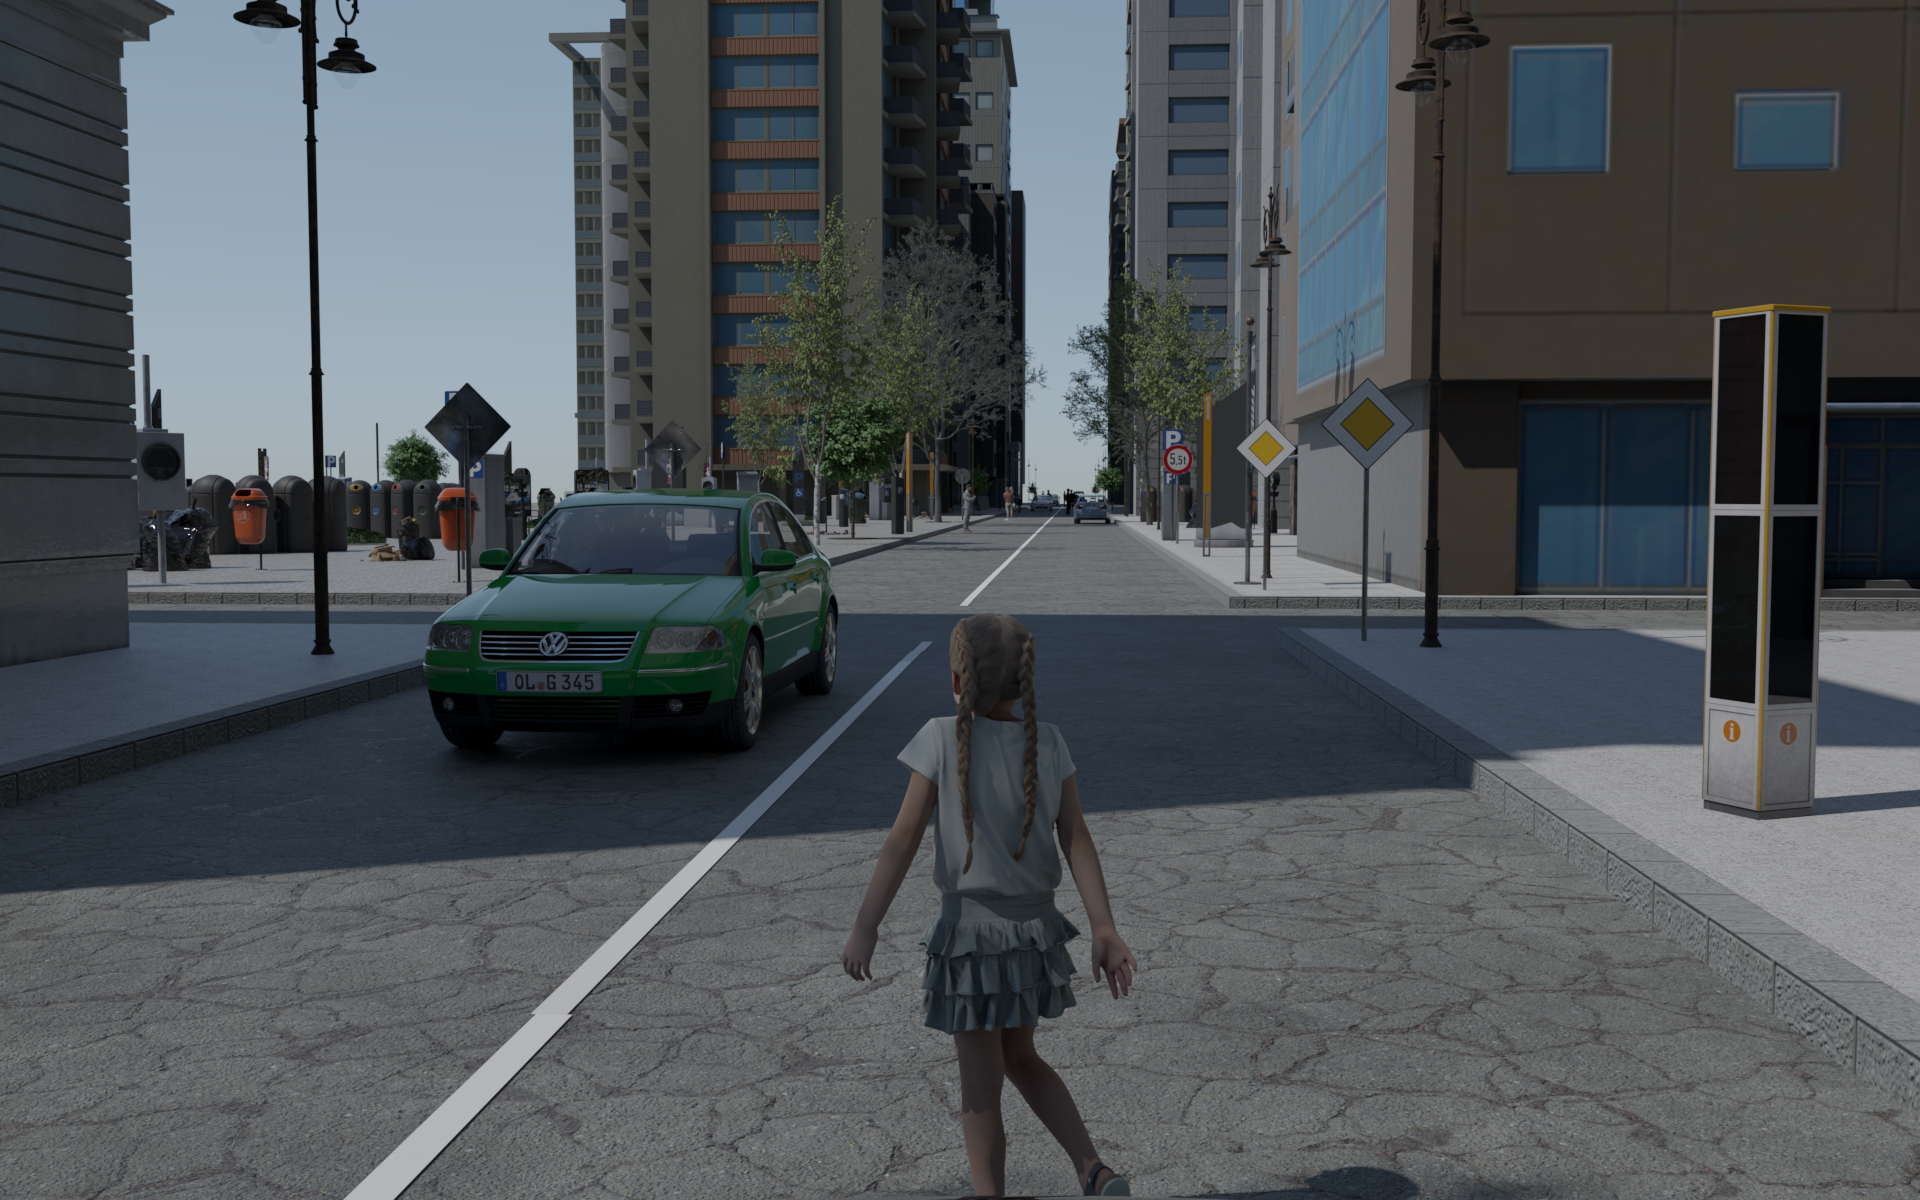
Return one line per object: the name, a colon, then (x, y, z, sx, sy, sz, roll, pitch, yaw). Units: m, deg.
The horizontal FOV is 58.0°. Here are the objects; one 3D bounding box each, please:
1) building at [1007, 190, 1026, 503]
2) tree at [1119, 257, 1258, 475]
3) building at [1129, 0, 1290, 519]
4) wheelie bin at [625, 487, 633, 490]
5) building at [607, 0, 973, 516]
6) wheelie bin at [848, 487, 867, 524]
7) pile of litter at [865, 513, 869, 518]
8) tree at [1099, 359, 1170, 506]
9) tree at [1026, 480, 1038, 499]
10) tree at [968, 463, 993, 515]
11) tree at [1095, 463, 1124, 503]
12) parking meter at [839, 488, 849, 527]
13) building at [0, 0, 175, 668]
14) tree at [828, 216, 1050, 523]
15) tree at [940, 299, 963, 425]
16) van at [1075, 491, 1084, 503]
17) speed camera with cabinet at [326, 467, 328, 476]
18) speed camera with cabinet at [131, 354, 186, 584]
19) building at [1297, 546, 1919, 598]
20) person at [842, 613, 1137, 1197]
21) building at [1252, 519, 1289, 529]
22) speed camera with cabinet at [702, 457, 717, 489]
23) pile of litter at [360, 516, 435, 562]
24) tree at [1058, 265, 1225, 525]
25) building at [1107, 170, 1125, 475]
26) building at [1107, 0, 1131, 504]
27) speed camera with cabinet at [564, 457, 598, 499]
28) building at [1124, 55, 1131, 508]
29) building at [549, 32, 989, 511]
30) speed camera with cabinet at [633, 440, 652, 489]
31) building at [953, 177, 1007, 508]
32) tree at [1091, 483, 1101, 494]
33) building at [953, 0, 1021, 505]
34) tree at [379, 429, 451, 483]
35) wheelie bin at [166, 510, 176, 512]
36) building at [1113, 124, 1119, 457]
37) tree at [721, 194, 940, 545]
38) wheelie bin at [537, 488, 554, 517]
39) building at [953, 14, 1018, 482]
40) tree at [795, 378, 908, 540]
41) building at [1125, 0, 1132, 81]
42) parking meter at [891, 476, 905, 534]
building: (2.310, -36.610, 248.685, 14.600, 45.320, 14.200, 0, 4, 4)
tree: (6.753, -6.319, 53.685, 4.737, 8.622, 4.395, 0, 3, 0)
building: (21.745, -34.948, 113.400, 21.231, 58.520, 28.212, 0, 4, 4)
wheelie bin: (-14.244, -4.133, 75.479, 0.980, 1.594, 0.693, -1, 4, -21)
building: (-10.648, -28.076, 113.660, 22.147, 44.769, 28.867, 0, 4, 4)
wheelie bin: (-4.437, -4.088, 74.749, 0.693, 1.594, 0.980, -3, 5, -41)
pile of litter: (-5.459, -4.865, 93.500, 1.719, 0.858, 1.176, -2, 4, -35)
tree: (9.377, -8.608, 91.100, 4.360, 8.622, 3.978, 0, 3, 0)
tree: (9.970, -14.914, 238.441, 1.663, 3.219, 1.824, 0, 3, 0)
tree: (1.256, -6.887, 107.198, 1.663, 3.219, 1.824, 0, 3, 0)
tree: (15.617, -12.132, 182.070, 4.285, 4.588, 4.351, 0, 3, 0)
parking meter: (-4.517, -3.602, 67.309, 0.372, 1.533, 0.369, 0, 3, 0)
building: (-17.012, -10.606, 9.559, 21.152, 22.565, 11.583, 0, 4, 4)
tree: (-1.127, -10.232, 77.668, 12.009, 13.543, 11.850, 0, 3, 0)
tree: (-2.020, -6.779, 61.205, 4.737, 8.622, 4.395, 0, 3, 0)
van: (16.162, -13.962, 235.283, 2.013, 2.044, 4.112, 0, 4, 3)
speed camera with cabinet: (-34.245, -5.954, 91.686, 2.038, 3.252, 0.660, 1, 4, 11)
speed camera with cabinet: (-11.888, -1.816, 24.028, 0.660, 3.252, 2.038, 3, 5, 44)
building: (13.109, -23.025, 26.570, 14.200, 45.320, 14.600, 0, 4, 4)
person: (0.051, 0.633, 3.161, 0.505, 1.210, 0.382, -2, 4, -24)
building: (22.648, -32.566, 74.458, 21.231, 58.520, 28.212, 0, 4, 4)
speed camera with cabinet: (-14.031, -6.001, 92.446, 2.038, 3.252, 0.660, 1, 4, 11)
pile of litter: (-10.901, -1.197, 33.532, 1.176, 0.858, 1.719, 3, 4, 38)
tree: (7.499, -8.371, 71.286, 7.601, 10.594, 8.767, 0, 4, 8)
building: (31.827, -38.005, 245.090, 21.300, 48.544, 21.600, 0, 4, 4)
building: (29.573, -47.983, 222.765, 20.563, 71.187, 20.611, 0, 4, 4)
speed camera with cabinet: (-20.305, -6.060, 93.418, 2.038, 3.252, 0.660, 0, 4, 8)
building: (22.709, -29.424, 164.672, 14.154, 41.232, 14.086, 0, 4, 4)
building: (-14.042, -27.443, 140.582, 32.217, 40.220, 23.993, 0, 4, 4)
speed camera with cabinet: (-11.775, -4.225, 63.420, 0.660, 3.252, 2.038, -1, 4, -21)
building: (-2.924, -23.768, 160.307, 14.160, 30.474, 14.107, 0, 4, 4)
tree: (20.013, -15.853, 253.804, 1.663, 3.219, 1.824, 0, 3, 0)
building: (-2.964, -55.810, 225.170, 22.319, 86.520, 31.000, 0, 4, 4)
tree: (-26.807, -6.187, 84.866, 4.285, 4.588, 4.351, 0, 3, 0)
wheelie bin: (-22.233, -2.487, 48.566, 0.693, 1.594, 0.980, 0, 4, -3)
building: (28.857, -33.287, 198.872, 22.147, 44.769, 28.867, 0, 4, 4)
tree: (-3.532, -5.691, 43.411, 4.737, 8.622, 4.395, 0, 3, 0)
wheelie bin: (-21.415, -4.998, 89.626, 0.693, 1.594, 0.980, 2, 4, 35)
building: (-8.205, -37.179, 197.116, 28.713, 52.752, 27.495, 0, 4, 4)
tree: (-3.107, -4.006, 49.220, 4.285, 4.588, 4.351, 0, 3, 0)
building: (24.734, -29.837, 142.455, 22.147, 44.769, 28.867, 0, 4, 4)
parking meter: (-1.976, -3.027, 55.202, 0.399, 1.863, 0.255, -3, 5, -42)
